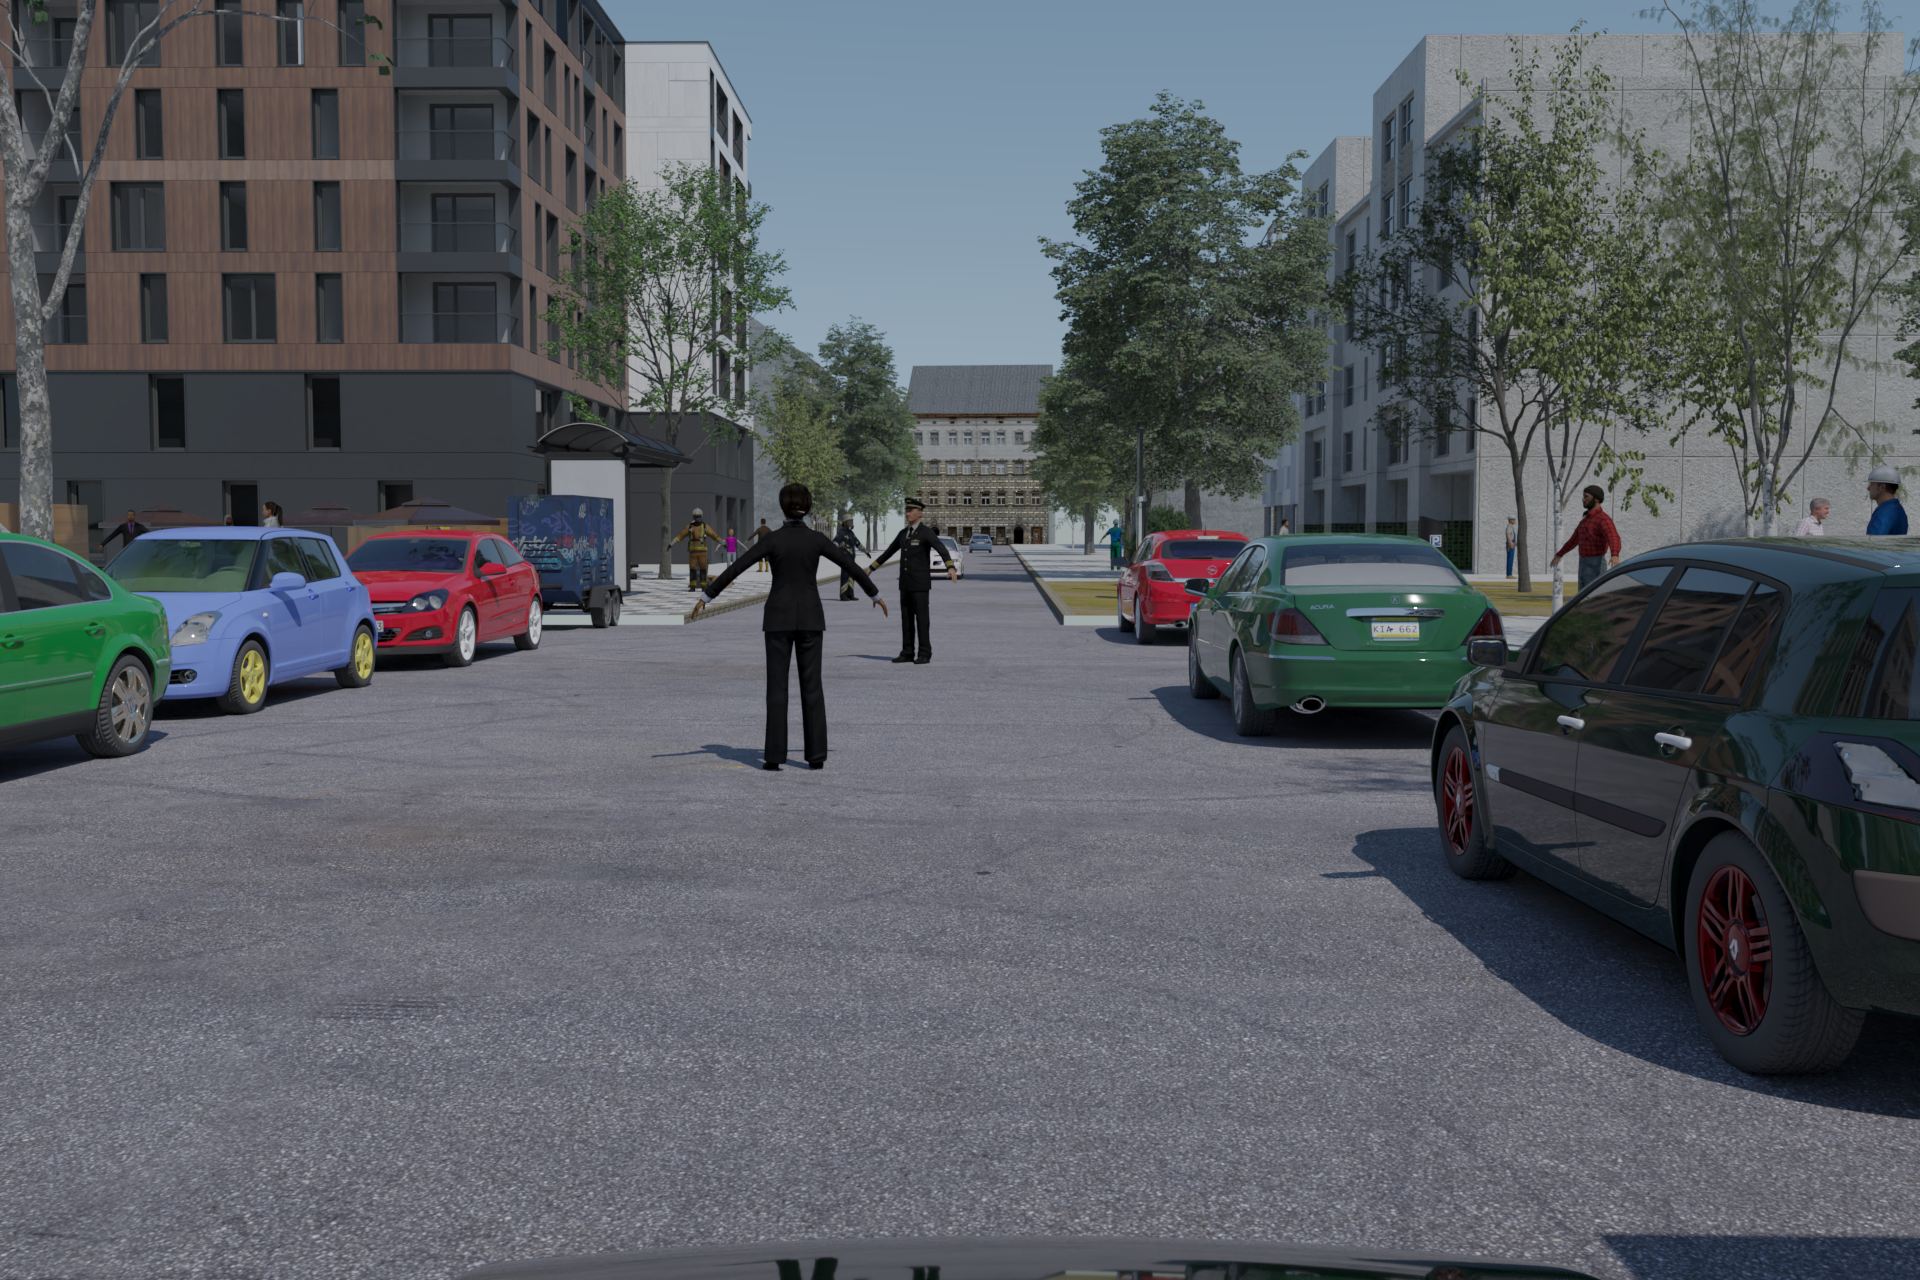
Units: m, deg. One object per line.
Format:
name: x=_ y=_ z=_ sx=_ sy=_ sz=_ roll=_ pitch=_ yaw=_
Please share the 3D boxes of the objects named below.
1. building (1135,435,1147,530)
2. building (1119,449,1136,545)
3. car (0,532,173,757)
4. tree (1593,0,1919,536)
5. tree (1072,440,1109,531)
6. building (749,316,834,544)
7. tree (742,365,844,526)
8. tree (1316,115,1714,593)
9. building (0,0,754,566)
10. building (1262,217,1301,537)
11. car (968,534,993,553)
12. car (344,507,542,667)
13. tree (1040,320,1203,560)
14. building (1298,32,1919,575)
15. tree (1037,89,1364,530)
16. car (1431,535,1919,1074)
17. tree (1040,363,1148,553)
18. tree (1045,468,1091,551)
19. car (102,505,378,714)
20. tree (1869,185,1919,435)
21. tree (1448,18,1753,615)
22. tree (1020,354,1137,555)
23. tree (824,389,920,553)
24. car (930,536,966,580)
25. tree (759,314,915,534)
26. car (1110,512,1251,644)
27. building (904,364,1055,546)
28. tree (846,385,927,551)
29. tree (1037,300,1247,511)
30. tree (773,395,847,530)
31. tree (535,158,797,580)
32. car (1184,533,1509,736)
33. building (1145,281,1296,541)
building: x=27.186 y=-20.666 z=168.814 sx=19.493 sy=23.208 sz=18.063 roll=0 pitch=4 yaw=1
building: x=27.740 y=-22.123 z=192.638 sx=19.493 sy=23.208 sz=18.063 roll=0 pitch=4 yaw=1
car: x=-6.248 y=-0.062 z=9.808 sx=1.959 sy=1.807 sz=4.718 roll=0 pitch=4 yaw=1
tree: x=9.158 y=-4.223 z=19.406 sx=4.360 sy=8.622 sz=3.978 roll=0 pitch=3 yaw=0
tree: x=9.157 y=-10.679 z=124.961 sx=4.737 sy=8.622 sz=4.395 roll=0 pitch=3 yaw=0
building: x=-22.081 y=-20.233 z=161.738 sx=19.493 sy=23.208 sz=18.063 roll=0 pitch=4 yaw=2
tree: x=-7.359 y=-7.701 z=76.267 sx=4.737 sy=8.622 sz=4.395 roll=0 pitch=3 yaw=0
tree: x=12.408 y=-6.342 z=38.105 sx=8.767 sy=10.594 sz=7.601 roll=0 pitch=4 yaw=-5
building: x=-24.381 y=-13.835 z=70.171 sx=27.936 sy=21.610 sz=32.646 roll=0 pitch=4 yaw=1
building: x=23.592 y=-15.165 z=104.376 sx=16.016 sy=20.090 sz=11.380 roll=0 pitch=4 yaw=2
car: x=1.557 y=-7.312 z=131.561 sx=2.014 sy=1.417 sz=4.499 roll=0 pitch=4 yaw=1
car: x=-6.164 y=-0.670 z=19.992 sx=2.155 sy=1.783 sz=4.494 roll=0 pitch=4 yaw=1
tree: x=7.578 y=-9.219 z=76.490 sx=9.928 sy=11.665 sz=9.643 roll=0 pitch=3 yaw=0
building: x=24.960 y=-12.449 z=69.994 sx=16.747 sy=18.905 sz=31.486 roll=0 pitch=4 yaw=1
tree: x=6.801 y=-8.770 z=50.041 sx=9.857 sy=13.997 sz=8.962 roll=0 pitch=3 yaw=0
car: x=2.907 y=0.232 z=5.986 sx=2.009 sy=1.686 sz=4.222 roll=0 pitch=4 yaw=0
tree: x=8.897 y=-11.974 z=113.905 sx=7.486 sy=12.596 sz=7.792 roll=0 pitch=3 yaw=0
tree: x=8.655 y=-11.128 z=132.297 sx=4.360 sy=8.622 sz=3.978 roll=0 pitch=3 yaw=0
car: x=-6.424 y=-0.325 z=14.902 sx=1.945 sy=1.707 sz=3.694 roll=0 pitch=4 yaw=2
tree: x=28.979 y=-8.421 z=44.342 sx=9.857 sy=13.997 sz=8.962 roll=0 pitch=3 yaw=0
tree: x=8.939 y=-4.581 z=25.266 sx=4.737 sy=8.622 sz=4.395 roll=0 pitch=3 yaw=0
tree: x=7.325 y=-11.381 z=104.212 sx=7.486 sy=12.596 sz=7.792 roll=0 pitch=3 yaw=0
tree: x=-6.439 y=-11.822 z=119.038 sx=9.928 sy=11.665 sz=9.643 roll=0 pitch=3 yaw=0
car: x=-0.827 y=-2.657 z=55.809 sx=2.083 sy=1.381 sz=4.827 roll=0 pitch=4 yaw=1
tree: x=-7.108 y=-11.967 z=102.309 sx=9.857 sy=13.997 sz=8.962 roll=0 pitch=3 yaw=0
car: x=3.201 y=-0.915 z=24.006 sx=2.155 sy=1.783 sz=4.494 roll=0 pitch=4 yaw=0
building: x=2.922 y=-23.870 z=223.664 sx=18.063 sy=23.208 sz=19.493 roll=0 pitch=4 yaw=5
tree: x=-6.009 y=-12.913 z=129.251 sx=7.486 sy=12.596 sz=7.792 roll=0 pitch=3 yaw=0
tree: x=6.780 y=-7.898 z=63.538 sx=8.767 sy=10.594 sz=7.601 roll=1 pitch=4 yaw=14
tree: x=-7.788 y=-8.628 z=91.432 sx=4.737 sy=8.622 sz=4.395 roll=0 pitch=3 yaw=0
tree: x=-8.140 y=-7.491 z=48.226 sx=9.928 sy=11.665 sz=9.643 roll=0 pitch=3 yaw=0
car: x=2.900 y=-0.115 z=13.672 sx=2.131 sy=1.459 sz=4.920 roll=0 pitch=4 yaw=1
building: x=26.148 y=-19.493 z=149.634 sx=19.493 sy=23.208 sz=18.063 roll=0 pitch=4 yaw=1
